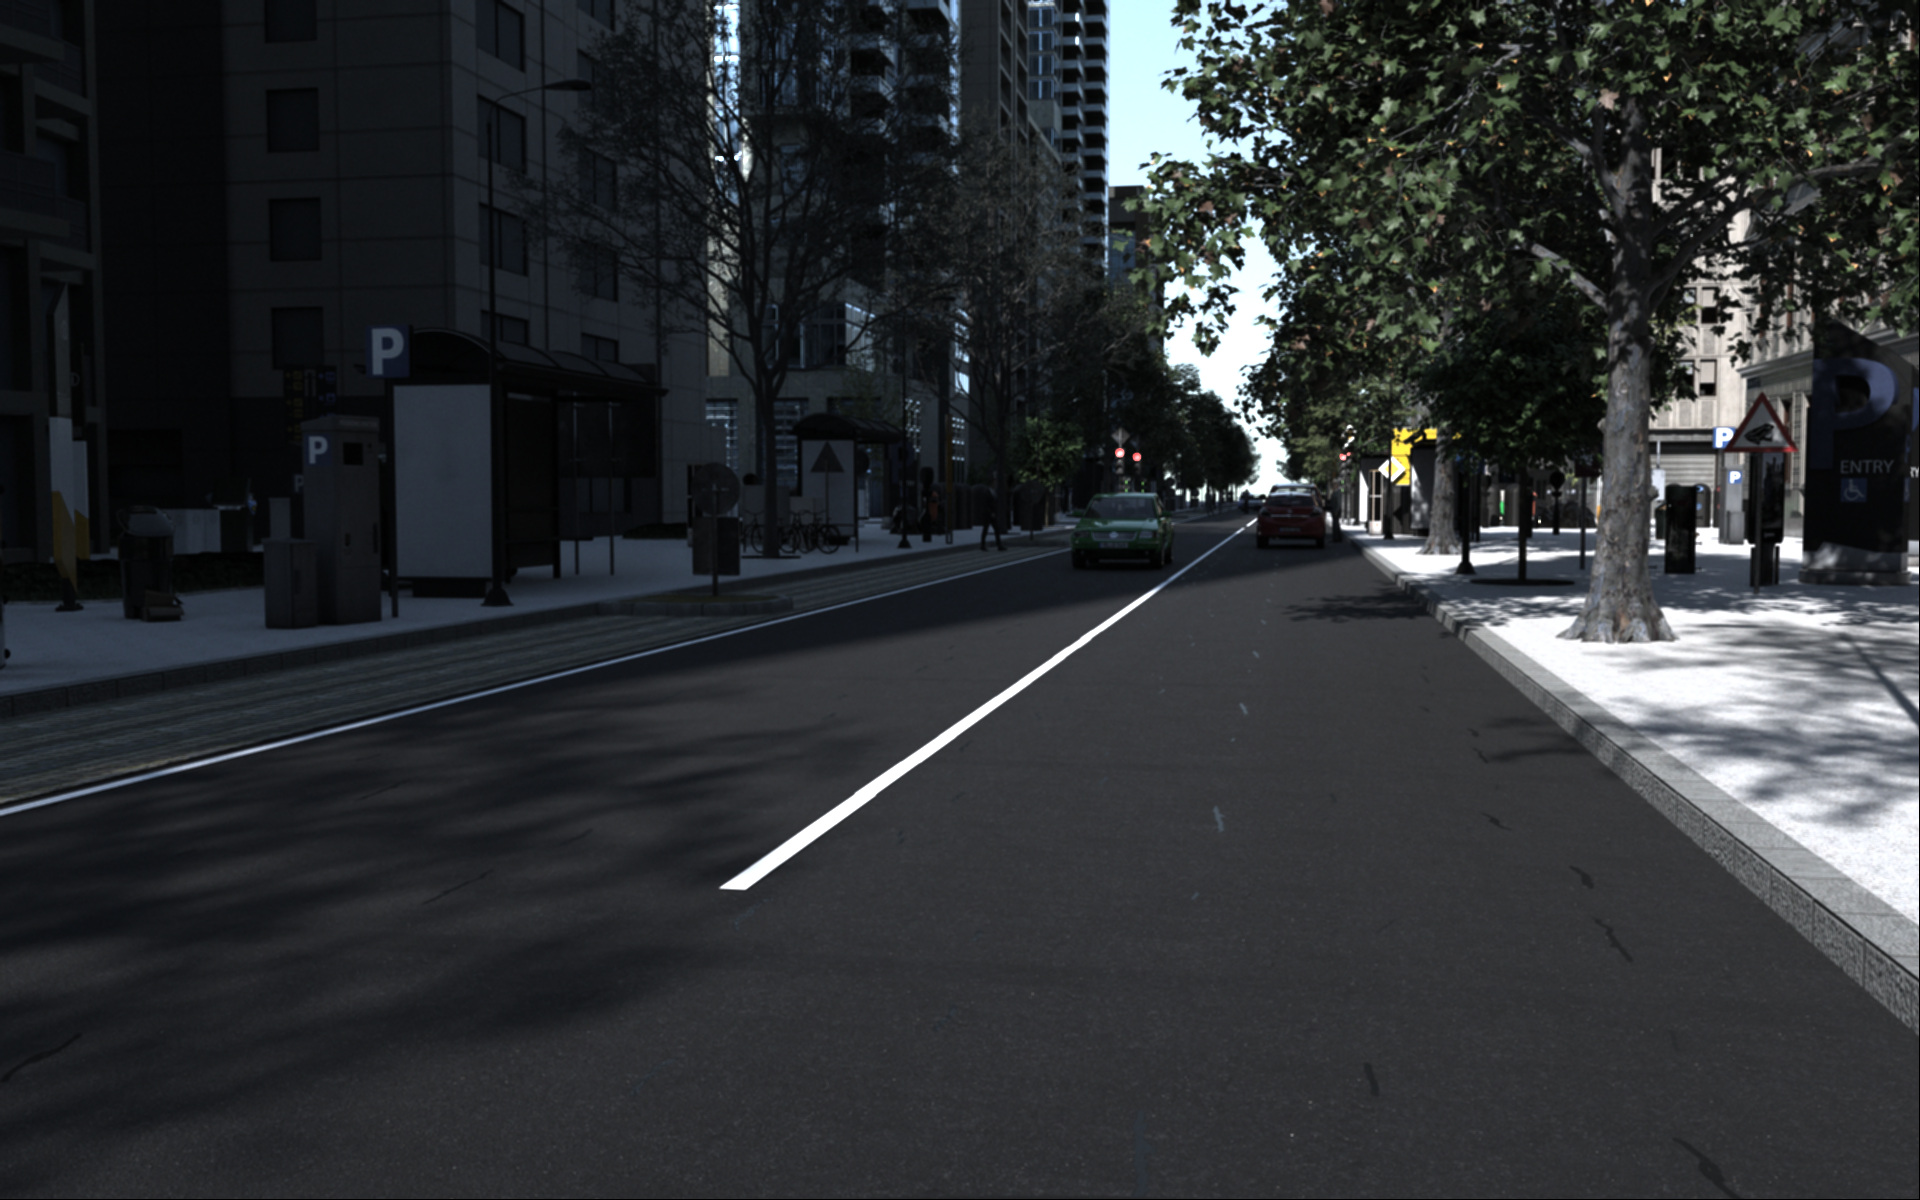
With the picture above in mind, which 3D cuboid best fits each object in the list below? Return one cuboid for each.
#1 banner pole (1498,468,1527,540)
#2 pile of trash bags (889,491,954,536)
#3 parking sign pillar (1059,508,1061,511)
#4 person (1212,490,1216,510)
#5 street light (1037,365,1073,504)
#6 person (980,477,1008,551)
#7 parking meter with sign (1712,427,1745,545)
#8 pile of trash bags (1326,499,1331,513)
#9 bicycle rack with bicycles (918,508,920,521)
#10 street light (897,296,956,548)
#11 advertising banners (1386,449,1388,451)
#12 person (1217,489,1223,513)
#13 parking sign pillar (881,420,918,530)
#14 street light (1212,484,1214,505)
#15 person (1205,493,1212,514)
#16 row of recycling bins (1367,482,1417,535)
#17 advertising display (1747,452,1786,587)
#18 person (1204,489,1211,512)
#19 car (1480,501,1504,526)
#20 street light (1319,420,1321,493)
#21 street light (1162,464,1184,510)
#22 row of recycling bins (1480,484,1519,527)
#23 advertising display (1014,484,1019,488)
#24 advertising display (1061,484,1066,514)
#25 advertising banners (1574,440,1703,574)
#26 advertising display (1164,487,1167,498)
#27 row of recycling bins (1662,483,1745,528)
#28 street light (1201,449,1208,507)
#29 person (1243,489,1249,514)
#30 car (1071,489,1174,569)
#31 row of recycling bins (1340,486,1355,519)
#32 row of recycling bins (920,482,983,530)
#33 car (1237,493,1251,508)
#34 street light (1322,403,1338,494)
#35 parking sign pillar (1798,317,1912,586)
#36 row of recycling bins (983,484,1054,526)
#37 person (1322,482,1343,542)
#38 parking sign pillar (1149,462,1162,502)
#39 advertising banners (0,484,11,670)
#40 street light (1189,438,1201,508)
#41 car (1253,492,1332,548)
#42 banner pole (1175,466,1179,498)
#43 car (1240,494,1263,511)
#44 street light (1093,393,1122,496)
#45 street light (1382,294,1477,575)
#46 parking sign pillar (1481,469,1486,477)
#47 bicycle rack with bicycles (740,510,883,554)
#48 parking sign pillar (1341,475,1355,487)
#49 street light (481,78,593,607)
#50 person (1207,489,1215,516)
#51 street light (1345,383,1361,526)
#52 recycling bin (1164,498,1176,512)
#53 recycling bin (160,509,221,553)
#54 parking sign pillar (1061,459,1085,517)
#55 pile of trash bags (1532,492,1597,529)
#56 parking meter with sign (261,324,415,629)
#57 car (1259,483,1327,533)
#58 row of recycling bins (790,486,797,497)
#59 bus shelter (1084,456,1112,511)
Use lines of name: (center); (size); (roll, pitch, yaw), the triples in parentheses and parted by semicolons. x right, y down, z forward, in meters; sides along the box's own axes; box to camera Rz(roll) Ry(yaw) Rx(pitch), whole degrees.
banner pole: (15.411, -3.564, 48.284); (0.863, 3.779, 0.401); (3, 4, 36)
pile of trash bags: (-1.112, -2.753, 54.761); (1.912, 1.369, 3.447); (-1, 4, -10)
parking sign pillar: (8.395, -8.871, 133.505); (1.447, 3.967, 1.447); (-3, 5, -40)
person: (23.519, -9.282, 160.291); (0.705, 1.821, 1.348); (0, 4, 3)
street light: (3.346, -5.485, 62.226); (1.470, 5.913, 1.316); (1, 4, 11)
person: (0.832, -2.142, 43.300); (0.755, 1.850, 0.659); (3, 4, 38)
parking meter with sign: (19.779, -2.948, 44.453); (0.543, 3.016, 1.738); (1, 4, 10)
pile of trash bags: (26.852, -6.692, 119.160); (1.912, 1.369, 3.447); (-3, 5, -44)
bicycle rack with bicycles: (-1.537, -3.257, 66.639); (2.925, 0.926, 2.852); (-1, 4, -10)
street light: (-0.785, -4.171, 40.736); (1.470, 5.913, 1.316); (1, 4, 11)
advertising banners: (16.335, -4.261, 65.862); (0.090, 3.025, 2.074); (0, 4, 6)
person: (19.301, -7.344, 128.591); (0.388, 1.821, 0.555); (-2, 4, -24)
parking sign pillar: (-2.174, -4.561, 63.039); (1.447, 3.967, 1.447); (-3, 5, -39)
street light: (25.203, -12.460, 176.262); (1.470, 5.913, 1.316); (1, 4, 11)
person: (18.109, -7.046, 126.303); (0.503, 1.515, 0.523); (0, 4, -6)
row of recycling bins: (14.031, -2.966, 55.605); (1.069, 1.692, 3.534); (-1, 4, -10)
advertising display: (11.293, -1.165, 24.259); (0.974, 1.923, 0.123); (-3, 5, -44)
person: (18.942, -7.585, 132.496); (0.713, 1.824, 0.794); (-1, 4, -12)
car: (21.440, -4.002, 74.234); (4.718, 1.807, 1.959); (1, 4, 9)
street light: (18.985, -7.050, 87.804); (1.470, 5.913, 1.316); (1, 4, 11)
street light: (14.894, -9.169, 122.462); (1.470, 5.913, 1.316); (1, 4, 11)
row of recycling bins: (20.559, -3.757, 68.545); (3.534, 1.692, 1.069); (1, 4, 18)
advertising display: (3.688, -6.617, 113.406); (0.123, 1.923, 0.974); (1, 4, 15)
advertising display: (6.821, -6.633, 113.656); (0.123, 1.923, 0.974); (-1, 4, -9)
advertising banners: (10.896, -1.946, 28.011); (2.074, 3.025, 0.090); (1, 4, 17)
advertising display: (16.023, -8.143, 138.358); (0.974, 1.923, 0.123); (2, 4, 27)
row of recycling bins: (28.620, -3.602, 66.001); (3.534, 1.692, 1.069); (2, 4, 33)
street light: (21.179, -11.153, 154.886); (1.470, 5.913, 1.316); (1, 4, 11)
person: (21.092, -7.282, 127.745); (0.473, 1.802, 0.592); (2, 4, 32)
car: (3.293, -1.584, 34.689); (1.959, 1.807, 4.718); (1, 4, 10)
row of recycling bins: (20.912, -5.085, 90.257); (1.069, 1.692, 3.534); (-2, 4, -27)
row of recycling bins: (-0.427, -3.367, 62.156); (1.069, 1.692, 3.534); (1, 4, 22)
car: (28.930, -10.085, 174.474); (1.945, 1.707, 3.694); (1, 4, 13)
street light: (15.477, -5.956, 69.914); (1.470, 5.913, 1.316); (1, 4, 11)
parking sign pillar: (12.845, -2.220, 24.767); (1.447, 3.967, 1.447); (3, 5, 40)
row of recycling bins: (2.099, -3.844, 69.970); (3.534, 1.692, 1.069); (-1, 4, -14)
person: (11.083, -2.614, 51.417); (0.590, 1.801, 0.661); (0, 4, -1)
parking sign pillar: (14.731, -8.790, 132.189); (1.447, 3.967, 1.447); (-1, 4, -13)
advertising banners: (-6.785, -0.967, 12.002); (0.090, 3.025, 2.074); (-2, 4, -23)
street light: (18.934, -10.461, 143.574); (1.470, 5.913, 1.316); (1, 4, 11)
car: (9.065, -2.340, 47.295); (2.155, 1.783, 4.494); (1, 4, 12)
banner pole: (17.294, -9.075, 138.392); (0.401, 3.779, 0.863); (-1, 4, -15)
car: (24.635, -8.199, 146.061); (2.014, 1.417, 4.499); (1, 4, 10)
street light: (6.741, -6.563, 79.839); (1.470, 5.913, 1.316); (1, 4, 11)
street light: (7.561, -3.371, 27.657); (1.470, 5.913, 1.316); (1, 4, 11)
parking sign pillar: (31.273, -7.115, 104.799); (1.447, 3.967, 1.447); (-1, 4, -12)
bicycle rack with bicycles: (-3.503, -1.507, 38.028); (2.852, 0.926, 2.925); (-3, 5, -42)
parking sign pillar: (29.616, -8.799, 132.327); (1.447, 3.967, 1.447); (-2, 4, -31)
street light: (-4.789, -2.879, 19.616); (1.470, 5.913, 1.316); (1, 4, 11)
person: (16.494, -6.422, 113.769); (0.573, 1.790, 0.520); (1, 4, 12)
street light: (11.565, -4.663, 48.777); (1.470, 5.913, 1.316); (1, 4, 11)
recycling bin: (15.307, -6.985, 126.762); (0.722, 1.027, 0.722); (3, 5, 41)
recycling bin: (-12.752, -0.984, 28.635); (0.722, 1.027, 0.722); (1, 4, 22)
parking sign pillar: (6.663, -6.641, 97.054); (1.447, 3.967, 1.447); (0, 4, -8)
pile of trash bags: (22.140, -3.358, 64.650); (3.447, 1.369, 1.912); (-3, 4, -36)
parking meter with sign: (-6.159, -1.278, 17.163); (0.543, 3.016, 1.738); (1, 4, 20)
car: (11.380, -3.084, 59.101); (2.281, 1.827, 5.304); (1, 4, 9)
row of recycling bins: (-8.677, -4.892, 87.093); (3.534, 1.692, 1.069); (-2, 4, -26)
bus shelter: (8.733, -7.164, 108.407); (1.731, 3.624, 6.357); (1, 4, 11)
